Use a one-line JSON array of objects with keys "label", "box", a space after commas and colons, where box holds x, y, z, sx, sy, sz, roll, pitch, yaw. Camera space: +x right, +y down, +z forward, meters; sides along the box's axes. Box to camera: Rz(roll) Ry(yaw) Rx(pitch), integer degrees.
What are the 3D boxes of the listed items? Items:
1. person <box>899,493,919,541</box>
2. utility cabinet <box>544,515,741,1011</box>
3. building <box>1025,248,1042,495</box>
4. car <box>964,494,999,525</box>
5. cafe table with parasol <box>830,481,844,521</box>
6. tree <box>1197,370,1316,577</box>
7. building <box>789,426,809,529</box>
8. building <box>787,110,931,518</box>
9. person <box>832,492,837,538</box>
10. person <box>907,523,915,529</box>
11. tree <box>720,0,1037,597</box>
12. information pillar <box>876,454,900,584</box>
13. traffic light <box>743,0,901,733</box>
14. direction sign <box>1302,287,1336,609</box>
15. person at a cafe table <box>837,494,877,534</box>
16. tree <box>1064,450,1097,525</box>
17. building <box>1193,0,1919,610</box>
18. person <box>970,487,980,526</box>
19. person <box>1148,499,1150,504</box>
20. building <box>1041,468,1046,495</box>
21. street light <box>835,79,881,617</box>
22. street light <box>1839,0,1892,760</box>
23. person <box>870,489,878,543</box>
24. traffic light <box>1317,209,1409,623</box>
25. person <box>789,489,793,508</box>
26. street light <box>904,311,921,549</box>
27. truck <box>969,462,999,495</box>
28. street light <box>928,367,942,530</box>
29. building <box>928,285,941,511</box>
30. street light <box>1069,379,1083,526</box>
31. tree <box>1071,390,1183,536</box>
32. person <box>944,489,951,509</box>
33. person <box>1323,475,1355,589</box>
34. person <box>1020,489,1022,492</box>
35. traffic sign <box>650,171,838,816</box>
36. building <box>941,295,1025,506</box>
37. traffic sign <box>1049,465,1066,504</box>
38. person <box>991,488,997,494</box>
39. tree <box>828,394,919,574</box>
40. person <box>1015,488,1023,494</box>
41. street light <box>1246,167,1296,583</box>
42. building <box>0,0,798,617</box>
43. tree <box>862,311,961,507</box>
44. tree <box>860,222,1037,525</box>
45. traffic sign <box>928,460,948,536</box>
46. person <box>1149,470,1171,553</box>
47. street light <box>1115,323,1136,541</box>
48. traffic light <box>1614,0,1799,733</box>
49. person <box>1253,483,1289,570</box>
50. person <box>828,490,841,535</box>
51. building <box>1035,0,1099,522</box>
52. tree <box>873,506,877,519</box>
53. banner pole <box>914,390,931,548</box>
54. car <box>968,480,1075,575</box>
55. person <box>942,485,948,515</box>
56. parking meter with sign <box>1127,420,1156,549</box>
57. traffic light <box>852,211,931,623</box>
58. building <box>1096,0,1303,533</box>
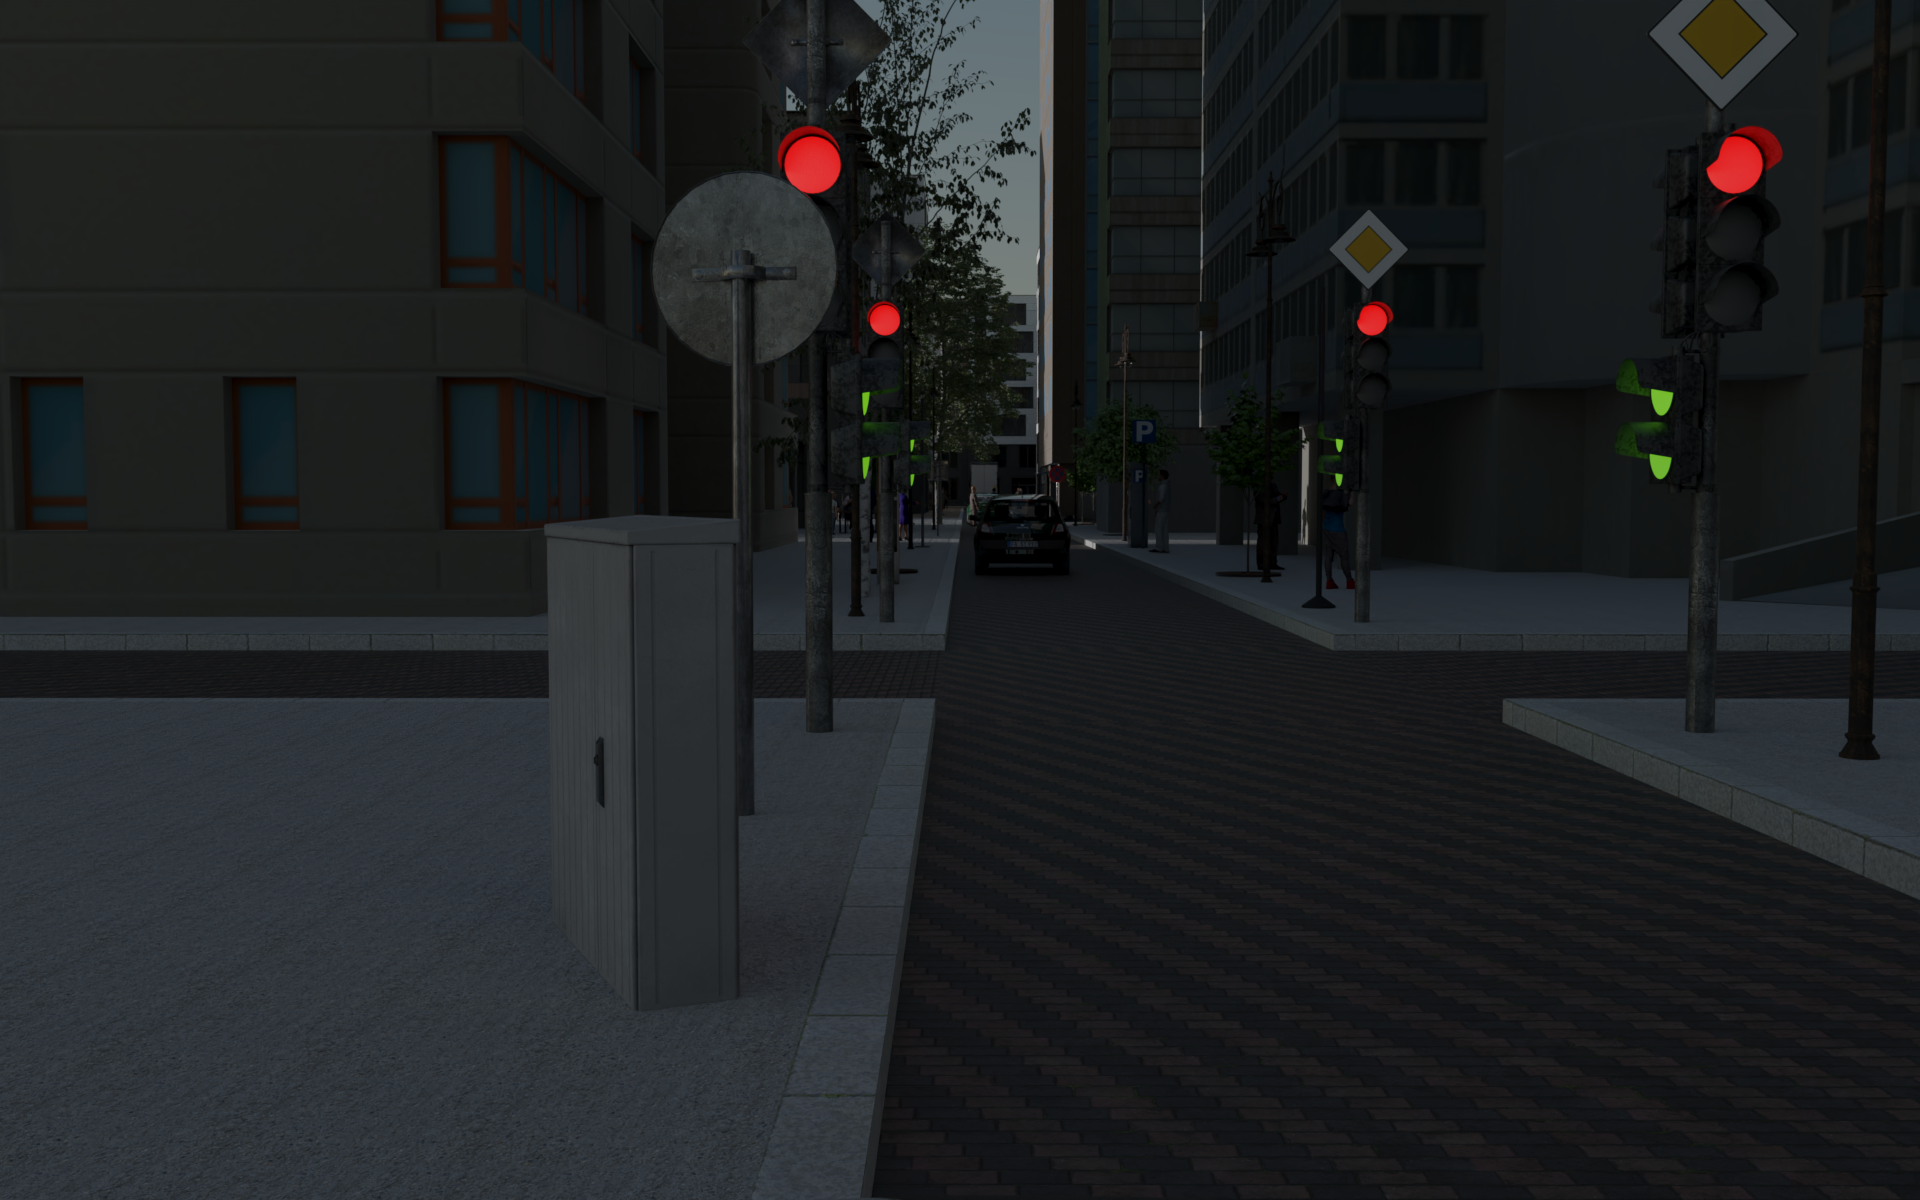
[{"label": "person", "box": [-1.446, -2.361, 47.018, 0.453, 1.535, 0.546, 2, 4, 35]}, {"label": "utility cabinet", "box": [-0.898, 0.391, 4.766, 0.306, 1.237, 1.020, -2, 4, -24]}, {"label": "building", "box": [20.490, -18.773, 150.917, 27.936, 21.610, 32.646, 0, 4, 0]}, {"label": "car", "box": [1.276, -4.281, 81.791, 2.131, 1.459, 4.920, 0, 4, -1]}, {"label": "cafe table with parasol", "box": [-5.630, -4.783, 83.071, 2.610, 1.966, 2.610, -3, 4, -38]}, {"label": "tree", "box": [4.461, -1.993, 27.182, 1.663, 3.219, 1.824, 0, 3, 0]}, {"label": "building", "box": [-15.857, -38.214, 63.056, 20.563, 71.187, 20.611, 0, 4, 0]}, {"label": "building", "box": [-16.218, -16.204, 108.912, 27.936, 21.610, 32.646, 0, 4, 0]}, {"label": "person", "box": [-3.796, -2.469, 50.322, 0.435, 1.345, 0.340, -1, 4, -10]}, {"label": "person", "box": [-1.818, -2.824, 62.684, 0.381, 0.543, 0.357, -1, 4, -21]}, {"label": "tree", "box": [-1.147, -4.353, 21.540, 4.360, 8.622, 3.978, 0, 3, 0]}, {"label": "information pillar", "box": [-1.027, -1.235, 24.684, 0.304, 2.012, 0.304, 0, 4, -8]}, {"label": "traffic light", "box": [-0.741, -1.243, 9.248, 0.839, 4.253, 0.868, 0, 4, 0]}, {"label": "direction sign", "box": [4.048, -1.679, 19.443, 0.379, 3.537, 0.876, 1, 4, 10]}, {"label": "person at a cafe table", "box": [-3.423, -2.952, 56.784, 1.698, 1.524, 1.622, -1, 4, -18]}, {"label": "tree", "box": [5.048, -4.753, 72.318, 1.663, 3.219, 1.824, 0, 3, 0]}, {"label": "building", "box": [17.684, -20.898, 33.566, 23.993, 40.220, 32.217, 0, 4, 0]}, {"label": "person", "box": [0.657, -4.137, 76.696, 0.434, 1.755, 0.990, -1, 4, -13]}, {"label": "person", "box": [4.695, -2.373, 45.297, 0.568, 1.767, 0.683, 1, 4, 20]}, {"label": "building", "box": [10.685, -10.905, 120.448, 9.099, 9.664, 28.070, 0, 4, 0]}, {"label": "street light", "box": [-1.090, -2.766, 18.017, 0.468, 5.910, 1.993, 0, 4, 0]}, {"label": "street light", "box": [4.378, -2.169, 8.251, 0.468, 5.910, 1.993, 0, 4, 0]}, {"label": "person", "box": [-2.512, -2.389, 45.800, 0.504, 1.737, 0.576, 3, 4, 36]}, {"label": "traffic light", "box": [4.008, -1.732, 17.232, 0.839, 4.253, 0.868, 0, 4, 0]}, {"label": "person", "box": [-5.654, -2.903, 54.031, 0.750, 1.759, 0.617, -2, 4, -31]}, {"label": "street light", "box": [-1.147, -4.118, 40.118, 0.468, 5.910, 1.993, 0, 4, 0]}, {"label": "truck", "box": [2.193, -10.353, 158.184, 2.839, 4.237, 11.283, 0, 4, 1]}, {"label": "street light", "box": [-0.937, -5.459, 62.049, 0.468, 5.910, 1.993, 0, 4, 0]}, {"label": "building", "box": [-7.527, -18.580, 160.198, 11.380, 20.091, 16.016, 0, 4, 0]}, {"label": "street light", "box": [4.645, -5.910, 69.415, 0.468, 5.910, 1.993, 0, 4, 0]}, {"label": "tree", "box": [5.189, -4.271, 53.548, 4.285, 4.588, 4.351, 0, 3, 0]}, {"label": "person", "box": [-1.266, -8.583, 147.090, 1.217, 1.735, 0.721, -2, 4, -31]}, {"label": "person", "box": [5.118, -0.940, 23.274, 0.662, 1.594, 0.647, -2, 4, -34]}, {"label": "person", "box": [5.120, -8.663, 148.410, 0.721, 1.736, 1.217, -1, 4, -13]}, {"label": "traffic sign", "box": [-0.863, -0.413, 6.863, 0.768, 2.556, 0.104, 1, 4, 10]}, {"label": "building", "box": [-1.266, -21.265, 191.650, 32.646, 21.610, 27.936, 0, 4, 0]}, {"label": "traffic sign", "box": [4.348, -4.722, 77.316, 0.768, 2.556, 0.104, 0, 4, 3]}, {"label": "person", "box": [2.392, -6.890, 120.777, 1.348, 1.869, 0.705, 2, 4, 31]}, {"label": "tree", "box": [-1.160, -2.059, 28.268, 1.663, 3.219, 1.824, 0, 3, 0]}, {"label": "person", "box": [4.982, -8.622, 147.032, 1.348, 1.821, 0.705, 2, 4, 35]}, {"label": "street light", "box": [4.449, -3.191, 24.957, 0.468, 5.910, 1.993, 0, 4, 0]}, {"label": "building", "box": [-18.262, -11.428, 31.886, 27.650, 21.520, 28.899, 0, 4, 0]}, {"label": "tree", "box": [-2.027, -7.105, 66.521, 4.737, 8.622, 4.395, 0, 3, 0]}, {"label": "tree", "box": [-0.529, -9.459, 72.787, 7.486, 12.596, 7.792, 0, 3, 0]}, {"label": "traffic sign", "box": [-0.672, -3.089, 52.632, 0.606, 2.300, 0.079, 0, 4, 3]}, {"label": "person", "box": [4.341, -1.919, 37.560, 0.789, 1.805, 0.875, 1, 4, 23]}, {"label": "street light", "box": [4.472, -4.532, 46.886, 0.468, 5.910, 1.993, 0, 4, 0]}, {"label": "traffic light", "box": [3.980, -1.243, 9.247, 0.839, 4.253, 0.868, 0, 4, 0]}, {"label": "person", "box": [5.239, -1.372, 29.156, 0.600, 1.739, 0.565, 1, 4, 19]}, {"label": "person", "box": [-4.019, -2.816, 54.786, 0.600, 1.496, 0.574, -3, 5, -41]}, {"label": "building", "box": [11.108, -26.581, 84.709, 14.600, 45.320, 14.200, 0, 4, 0]}, {"label": "tree", "box": [-4.326, -6.528, 90.454, 4.285, 4.588, 4.351, 0, 3, 0]}, {"label": "banner pole", "box": [-0.912, -3.171, 41.862, 0.401, 3.779, 0.863, 0, 4, -3]}, {"label": "car", "box": [1.143, -1.369, 32.177, 2.009, 1.686, 4.222, 0, 4, 2]}, {"label": "person", "box": [-1.067, -6.007, 104.254, 0.705, 1.824, 1.348, -1, 4, -23]}, {"label": "parking meter with sign", "box": [4.288, -2.766, 41.489, 0.543, 3.016, 1.738, 0, 4, -2]}, {"label": "traffic light", "box": [-0.713, -1.732, 17.233, 0.839, 4.253, 0.868, 0, 4, 0]}, {"label": "building", "box": [11.933, -23.189, 62.730, 14.154, 41.232, 14.086, 0, 4, 0]}]
